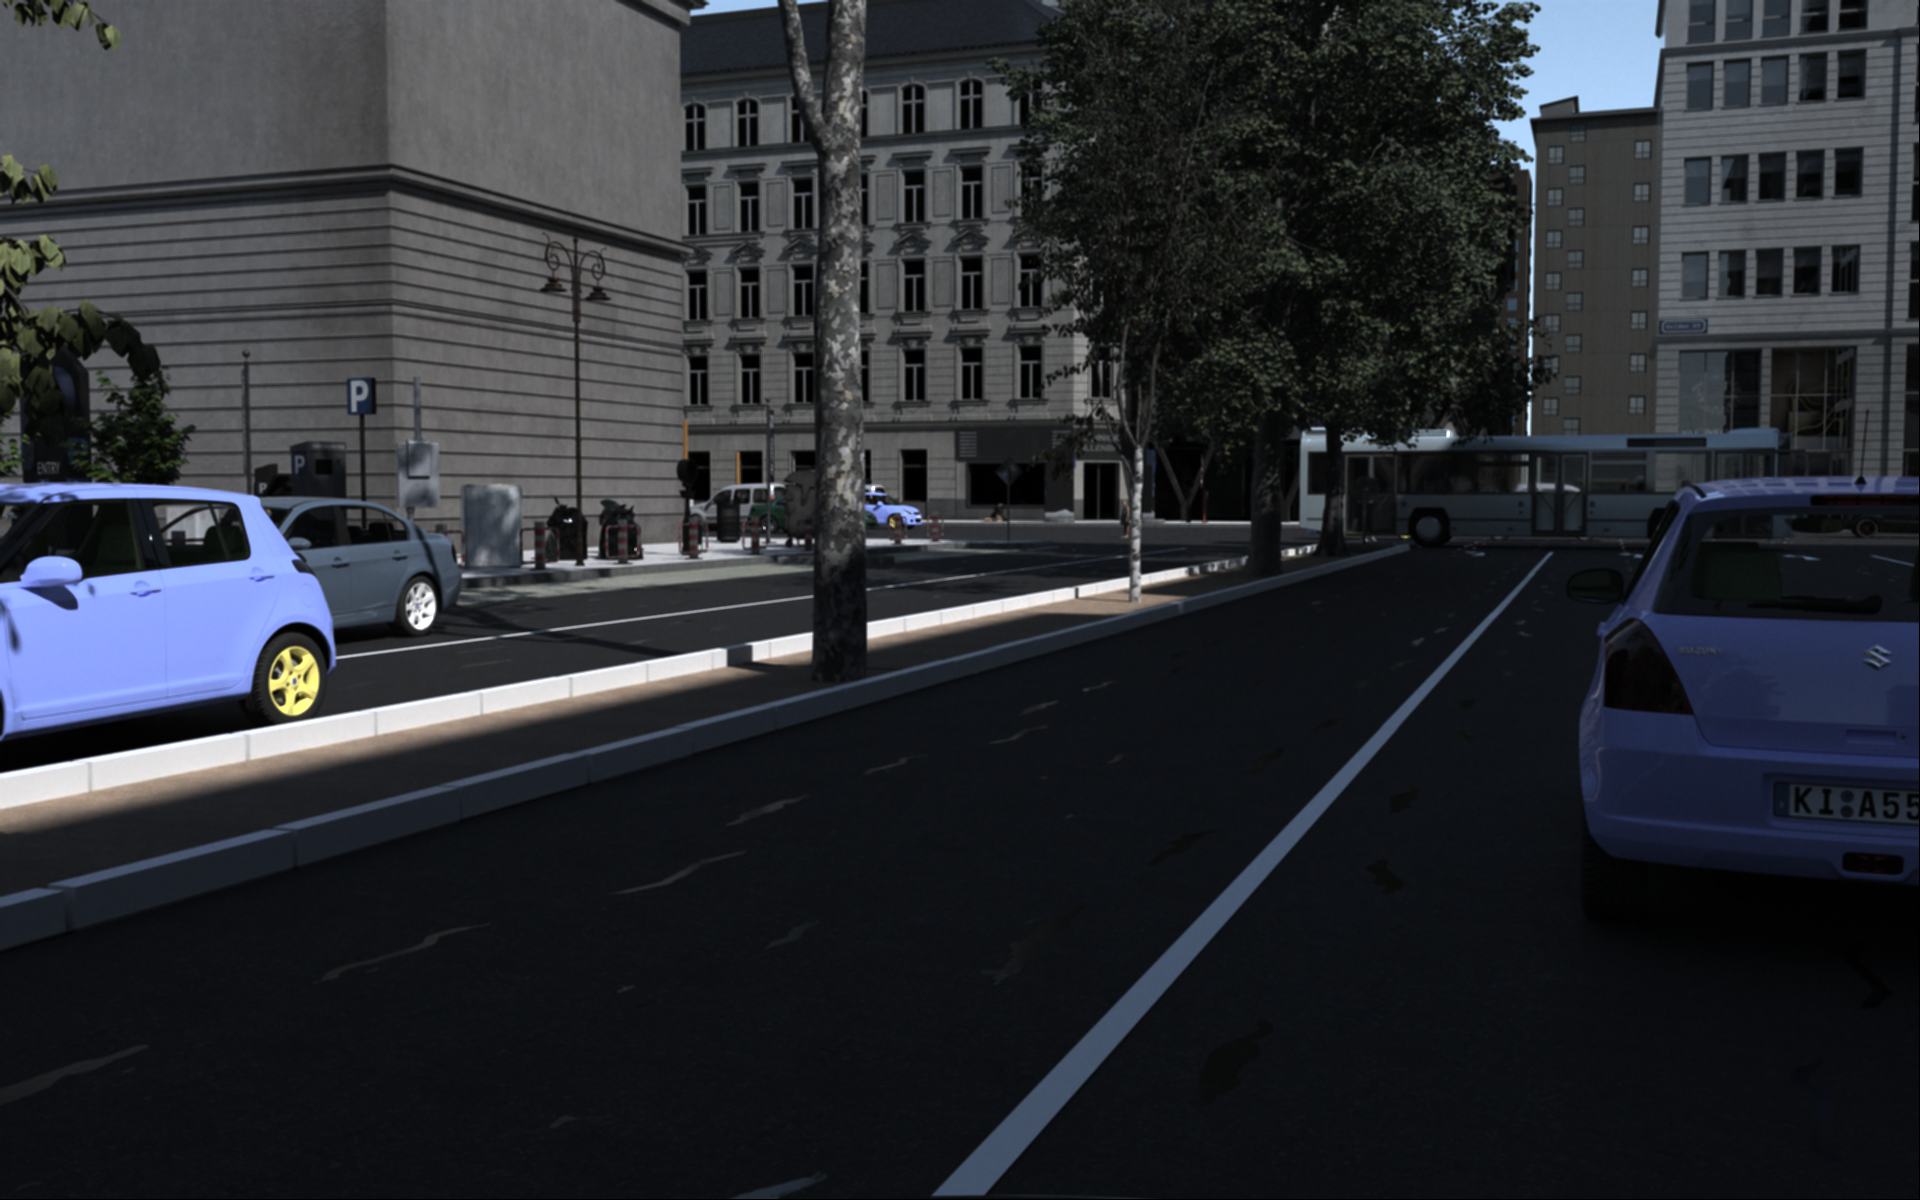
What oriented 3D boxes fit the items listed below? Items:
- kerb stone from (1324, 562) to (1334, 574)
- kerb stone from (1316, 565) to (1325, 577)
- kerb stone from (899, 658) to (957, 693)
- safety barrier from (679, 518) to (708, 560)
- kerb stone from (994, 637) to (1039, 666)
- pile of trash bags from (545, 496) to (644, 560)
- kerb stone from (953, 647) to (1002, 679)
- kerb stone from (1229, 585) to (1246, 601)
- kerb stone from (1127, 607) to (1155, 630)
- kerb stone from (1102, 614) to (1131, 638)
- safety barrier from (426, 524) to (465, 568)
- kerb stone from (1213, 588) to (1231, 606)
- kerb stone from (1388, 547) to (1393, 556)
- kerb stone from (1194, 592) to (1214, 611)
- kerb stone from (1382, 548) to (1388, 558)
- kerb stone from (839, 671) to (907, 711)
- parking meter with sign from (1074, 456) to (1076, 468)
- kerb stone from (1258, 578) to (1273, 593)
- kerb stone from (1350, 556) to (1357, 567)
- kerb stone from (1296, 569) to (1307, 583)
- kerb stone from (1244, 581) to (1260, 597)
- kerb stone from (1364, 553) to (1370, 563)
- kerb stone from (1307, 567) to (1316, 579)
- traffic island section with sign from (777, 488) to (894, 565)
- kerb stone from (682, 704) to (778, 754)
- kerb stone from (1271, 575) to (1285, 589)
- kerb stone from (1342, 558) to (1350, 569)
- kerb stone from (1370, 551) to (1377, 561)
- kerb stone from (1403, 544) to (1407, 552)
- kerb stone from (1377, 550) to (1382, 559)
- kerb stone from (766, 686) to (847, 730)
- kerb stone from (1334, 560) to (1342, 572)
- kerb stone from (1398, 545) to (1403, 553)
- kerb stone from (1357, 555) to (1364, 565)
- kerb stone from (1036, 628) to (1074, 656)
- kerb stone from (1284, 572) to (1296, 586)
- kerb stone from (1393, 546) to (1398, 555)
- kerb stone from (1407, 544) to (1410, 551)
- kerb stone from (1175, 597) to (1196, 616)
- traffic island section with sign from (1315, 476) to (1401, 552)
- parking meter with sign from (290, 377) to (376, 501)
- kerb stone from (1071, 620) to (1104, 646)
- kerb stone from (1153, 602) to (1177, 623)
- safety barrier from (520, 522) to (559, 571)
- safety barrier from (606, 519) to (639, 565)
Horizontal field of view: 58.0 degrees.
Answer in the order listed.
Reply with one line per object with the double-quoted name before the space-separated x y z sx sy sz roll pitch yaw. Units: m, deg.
"kerb stone" 6.561 -0.549 31.198 0.120 0.150 1.000 1 4 20
"kerb stone" 6.199 -0.486 30.238 0.120 0.150 1.000 1 4 20
"kerb stone" -0.273 0.570 12.894 0.120 0.150 1.000 1 4 20
"safety barrier" -5.229 -1.207 34.012 0.300 0.817 1.120 1 4 20
"kerb stone" 0.448 0.451 14.830 0.120 0.150 1.000 1 4 20
"pile of trash bags" -7.942 -1.503 34.321 3.447 1.369 1.912 0 4 -1
"kerb stone" 0.092 0.514 13.867 0.120 0.150 1.000 1 4 20
"kerb stone" 3.684 -0.077 23.499 0.120 0.150 1.000 1 4 20
"kerb stone" 1.891 0.215 18.685 0.120 0.150 1.000 1 4 20
"kerb stone" 1.538 0.277 17.714 0.120 0.150 1.000 1 4 20
"safety barrier" -7.974 -0.756 26.643 0.300 0.817 1.120 1 4 20
"kerb stone" 3.326 -0.021 22.537 0.120 0.150 1.000 1 4 20
"kerb stone" 9.800 -1.082 39.887 0.120 0.150 1.000 1 4 20
"kerb stone" 2.967 0.038 21.576 0.120 0.150 1.000 1 4 20
"kerb stone" 9.435 -1.023 38.927 0.120 0.150 1.000 1 4 20
"kerb stone" -0.629 0.628 11.931 0.120 0.150 1.000 1 4 20
"parking meter with sign" 4.964 -5.153 80.512 0.543 3.016 1.738 0 4 -5
"kerb stone" 4.400 -0.197 25.423 0.120 0.150 1.000 1 4 20
"kerb stone" 7.639 -0.728 34.104 0.120 0.150 1.000 1 4 20
"kerb stone" 5.485 -0.374 28.306 0.120 0.150 1.000 1 4 20
"kerb stone" 4.041 -0.134 24.462 0.120 0.150 1.000 1 4 20
"kerb stone" 8.359 -0.846 36.035 0.120 0.150 1.000 1 4 20
"kerb stone" 5.842 -0.433 29.271 0.120 0.150 1.000 1 4 20
"traffic island section with sign" -2.453 -1.658 35.732 1.989 1.847 2.006 1 4 20
"kerb stone" -1.347 0.746 10.005 0.120 0.150 1.000 1 4 20
"kerb stone" 4.758 -0.256 26.385 0.120 0.150 1.000 1 4 20
"kerb stone" 7.278 -0.669 33.132 0.120 0.150 1.000 1 4 20
"kerb stone" 8.721 -0.906 37.003 0.120 0.150 1.000 1 4 20
"kerb stone" 10.875 -1.259 42.780 0.120 0.150 1.000 1 4 20
"kerb stone" 9.081 -0.964 37.964 0.120 0.150 1.000 1 4 20
"kerb stone" -0.989 0.687 10.967 0.120 0.150 1.000 1 4 20
"kerb stone" 6.918 -0.610 32.171 0.120 0.150 1.000 1 4 20
"kerb stone" 10.514 -1.200 41.814 0.120 0.150 1.000 1 4 20
"kerb stone" 7.996 -0.787 35.066 0.120 0.150 1.000 1 4 20
"kerb stone" 0.815 0.392 15.788 0.120 0.150 1.000 1 4 20
"kerb stone" 5.122 -0.313 27.346 0.120 0.150 1.000 1 4 20
"kerb stone" 10.152 -1.141 40.853 0.120 0.150 1.000 1 4 20
"kerb stone" 11.242 -1.318 43.742 0.120 0.150 1.000 1 4 20
"kerb stone" 2.608 0.097 20.614 0.120 0.150 1.000 1 4 20
"traffic island section with sign" 10.133 -2.177 43.736 2.006 1.907 1.989 1 4 20
"parking meter with sign" -9.420 -1.781 25.386 0.543 3.016 1.738 2 4 31
"kerb stone" 1.173 0.333 16.750 0.120 0.150 1.000 1 4 20
"kerb stone" 2.253 0.156 19.645 0.120 0.150 1.000 1 4 20
"safety barrier" -7.059 -0.907 29.102 0.300 0.817 1.120 1 4 20
"safety barrier" -6.145 -1.057 31.563 0.300 0.817 1.120 1 4 20
